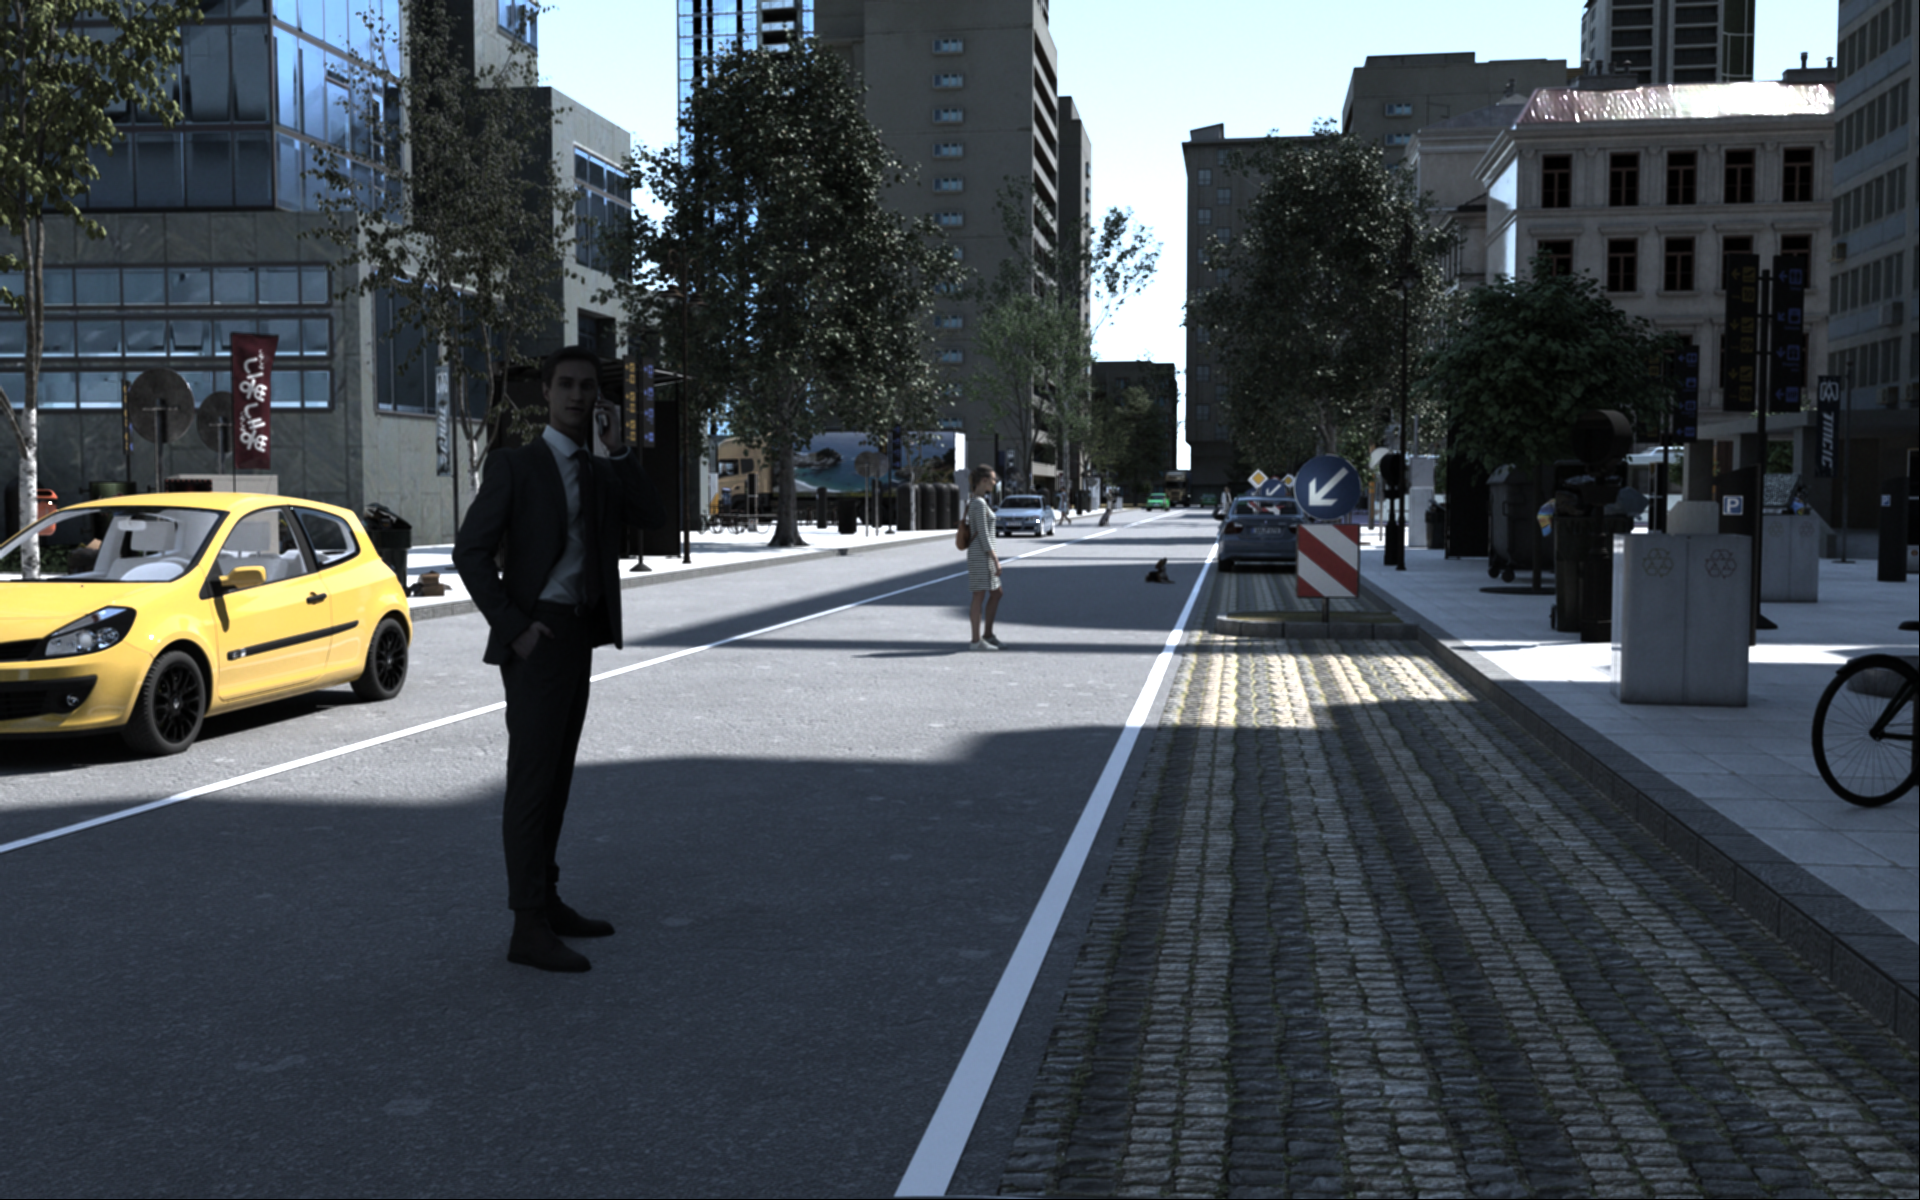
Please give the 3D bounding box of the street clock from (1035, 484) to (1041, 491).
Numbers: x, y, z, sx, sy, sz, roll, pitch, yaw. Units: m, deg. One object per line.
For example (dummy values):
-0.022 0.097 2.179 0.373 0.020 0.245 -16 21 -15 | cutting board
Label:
5.709 -7.488 127.002 0.471 2.002 0.358 0 4 -5 | street clock

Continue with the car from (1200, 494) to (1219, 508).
26.254 -10.618 182.407 1.959 1.807 4.718 1 4 9 | car

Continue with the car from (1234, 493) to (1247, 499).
27.437 -9.677 167.022 1.959 1.807 4.718 1 4 9 | car

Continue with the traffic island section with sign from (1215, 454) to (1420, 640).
3.662 -0.571 17.967 1.989 1.847 2.006 1 4 9 | traffic island section with sign

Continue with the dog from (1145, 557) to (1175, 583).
3.268 -0.487 28.160 0.550 0.427 0.748 1 4 15 | dog

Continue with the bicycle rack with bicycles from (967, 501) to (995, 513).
1.413 -4.738 90.847 2.925 0.926 2.852 1 4 23 | bicycle rack with bicycles

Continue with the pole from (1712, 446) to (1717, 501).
32.115 -4.893 73.839 0.158 3.312 0.155 0 3 0 | pole

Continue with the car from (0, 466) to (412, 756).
-4.973 -0.035 10.790 2.015 1.641 3.980 0 4 8 | car

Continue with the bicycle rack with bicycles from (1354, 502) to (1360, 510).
31.514 -7.739 139.910 2.852 0.926 2.925 -3 5 -41 | bicycle rack with bicycles

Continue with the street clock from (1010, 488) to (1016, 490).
3.811 -7.341 124.602 0.358 2.002 0.471 3 4 36 | street clock

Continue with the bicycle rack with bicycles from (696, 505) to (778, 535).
-7.292 -2.590 55.736 2.852 0.926 2.925 3 5 43 | bicycle rack with bicycles

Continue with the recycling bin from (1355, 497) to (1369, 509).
34.191 -8.223 146.992 0.722 1.027 0.722 -2 4 -25 | recycling bin

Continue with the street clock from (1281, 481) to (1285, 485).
17.599 -5.510 94.660 0.358 2.002 0.471 1 4 21 | street clock

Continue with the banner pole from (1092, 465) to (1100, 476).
11.830 -9.798 150.209 0.863 3.779 0.401 2 4 24 | banner pole

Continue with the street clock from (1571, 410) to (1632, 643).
5.524 -0.636 14.967 0.358 2.002 0.471 -2 4 -28 | street clock

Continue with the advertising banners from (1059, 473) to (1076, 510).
9.059 -9.005 143.412 2.074 3.025 0.090 -2 4 -28 | advertising banners

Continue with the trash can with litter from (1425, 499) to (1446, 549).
11.371 -1.773 40.373 1.055 1.170 0.624 1 4 18 | trash can with litter

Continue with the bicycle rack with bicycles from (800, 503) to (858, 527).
-5.332 -3.403 69.015 2.852 0.926 2.925 0 4 -4 | bicycle rack with bicycles

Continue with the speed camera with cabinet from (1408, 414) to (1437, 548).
11.282 -2.930 42.234 0.660 3.252 2.038 1 4 16 | speed camera with cabinet

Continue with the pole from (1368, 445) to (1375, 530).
14.725 -4.165 61.934 0.158 3.312 0.155 0 3 0 | pole

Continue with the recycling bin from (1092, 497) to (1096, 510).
10.417 -7.713 138.654 0.722 1.027 0.722 -1 4 -18 | recycling bin

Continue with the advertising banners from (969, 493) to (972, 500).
0.136 -9.326 148.675 2.074 3.025 0.090 0 4 -2 | advertising banners

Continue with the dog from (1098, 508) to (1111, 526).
6.317 -3.684 77.068 0.800 0.831 0.513 0 4 8 | dog

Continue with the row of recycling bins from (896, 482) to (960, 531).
-1.064 -3.337 61.673 1.069 1.692 3.534 2 4 31 | row of recycling bins

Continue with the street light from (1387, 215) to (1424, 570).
7.441 -3.441 29.050 0.468 5.910 1.993 1 4 9 | street light

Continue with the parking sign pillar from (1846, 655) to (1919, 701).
6.506 -1.379 11.016 1.447 3.967 1.447 2 4 25 | parking sign pillar

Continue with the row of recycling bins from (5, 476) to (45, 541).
-22.344 -1.926 38.595 3.534 1.692 1.069 -2 4 -24 | row of recycling bins

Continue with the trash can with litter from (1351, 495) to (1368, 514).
25.213 -6.050 109.974 2.233 1.210 1.678 1 4 23 | trash can with litter

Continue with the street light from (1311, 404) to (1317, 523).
13.493 -5.705 66.067 0.468 5.910 1.993 1 4 9 | street light

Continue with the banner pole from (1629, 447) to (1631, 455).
30.117 -5.404 78.373 0.863 3.779 0.401 -1 4 -21 | banner pole

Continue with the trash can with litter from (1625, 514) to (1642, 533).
12.169 -1.284 32.374 1.055 1.170 0.624 -2 4 -32 | trash can with litter

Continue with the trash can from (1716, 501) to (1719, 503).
15.859 -1.455 35.436 0.748 1.137 0.748 0 3 0 | trash can

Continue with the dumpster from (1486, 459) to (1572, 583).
8.553 -1.216 25.636 1.264 1.857 1.865 1 4 9 | dumpster

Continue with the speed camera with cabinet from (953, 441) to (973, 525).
-0.028 -4.341 65.307 0.660 3.252 2.038 0 4 -5 | speed camera with cabinet

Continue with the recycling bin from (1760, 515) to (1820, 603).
9.806 -0.505 20.806 0.722 1.027 0.722 0 4 1 | recycling bin

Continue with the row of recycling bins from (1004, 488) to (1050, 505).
4.317 -6.619 115.331 3.534 1.692 1.069 -1 4 -20 | row of recycling bins

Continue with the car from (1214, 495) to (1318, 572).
5.825 -1.280 32.933 2.014 1.417 4.499 1 4 10 | car

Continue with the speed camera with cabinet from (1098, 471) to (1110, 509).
11.821 -9.351 147.217 2.038 3.252 0.660 1 4 13 | speed camera with cabinet

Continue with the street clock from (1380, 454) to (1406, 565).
7.781 -1.628 31.184 0.471 2.002 0.358 -3 4 -38 | street clock

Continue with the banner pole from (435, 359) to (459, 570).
-8.761 -2.424 29.654 0.401 3.779 0.863 -3 5 -45 | banner pole

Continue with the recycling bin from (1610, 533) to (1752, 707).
4.483 0.107 10.809 0.722 1.027 0.722 1 4 15 | recycling bin

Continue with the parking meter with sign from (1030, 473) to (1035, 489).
6.154 -9.133 145.587 0.543 3.016 1.738 2 4 29 | parking meter with sign

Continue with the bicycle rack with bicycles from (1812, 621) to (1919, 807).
4.896 0.401 6.829 2.925 0.926 2.852 0 4 4 | bicycle rack with bicycles

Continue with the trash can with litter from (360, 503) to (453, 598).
-6.946 -0.626 21.625 1.055 1.170 0.624 -3 5 -43 | trash can with litter

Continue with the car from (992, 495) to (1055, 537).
2.161 -2.862 58.802 2.014 1.417 4.499 1 4 11 | car

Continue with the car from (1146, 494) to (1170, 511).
16.647 -8.362 145.509 1.959 1.807 4.718 1 4 10 | car

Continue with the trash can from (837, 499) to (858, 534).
-3.612 -2.684 55.541 0.748 1.137 0.748 0 3 0 | trash can

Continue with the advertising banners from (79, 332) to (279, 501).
-8.228 -1.358 18.387 2.074 3.025 0.090 -3 5 -43 | advertising banners

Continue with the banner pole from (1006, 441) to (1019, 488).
2.536 -5.629 82.044 0.863 3.779 0.401 -3 4 -36 | banner pole

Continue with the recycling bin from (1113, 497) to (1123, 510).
12.990 -7.999 143.339 0.722 1.027 0.722 -1 4 -18 | recycling bin

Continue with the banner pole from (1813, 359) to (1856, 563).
16.287 -2.582 32.233 0.863 3.779 0.401 0 4 -7 | banner pole

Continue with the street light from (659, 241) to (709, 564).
-5.047 -3.611 31.825 0.468 5.910 1.993 1 4 9 | street light

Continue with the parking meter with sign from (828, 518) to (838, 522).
-5.418 -5.198 81.249 1.738 3.016 0.543 -1 4 -22 | parking meter with sign
